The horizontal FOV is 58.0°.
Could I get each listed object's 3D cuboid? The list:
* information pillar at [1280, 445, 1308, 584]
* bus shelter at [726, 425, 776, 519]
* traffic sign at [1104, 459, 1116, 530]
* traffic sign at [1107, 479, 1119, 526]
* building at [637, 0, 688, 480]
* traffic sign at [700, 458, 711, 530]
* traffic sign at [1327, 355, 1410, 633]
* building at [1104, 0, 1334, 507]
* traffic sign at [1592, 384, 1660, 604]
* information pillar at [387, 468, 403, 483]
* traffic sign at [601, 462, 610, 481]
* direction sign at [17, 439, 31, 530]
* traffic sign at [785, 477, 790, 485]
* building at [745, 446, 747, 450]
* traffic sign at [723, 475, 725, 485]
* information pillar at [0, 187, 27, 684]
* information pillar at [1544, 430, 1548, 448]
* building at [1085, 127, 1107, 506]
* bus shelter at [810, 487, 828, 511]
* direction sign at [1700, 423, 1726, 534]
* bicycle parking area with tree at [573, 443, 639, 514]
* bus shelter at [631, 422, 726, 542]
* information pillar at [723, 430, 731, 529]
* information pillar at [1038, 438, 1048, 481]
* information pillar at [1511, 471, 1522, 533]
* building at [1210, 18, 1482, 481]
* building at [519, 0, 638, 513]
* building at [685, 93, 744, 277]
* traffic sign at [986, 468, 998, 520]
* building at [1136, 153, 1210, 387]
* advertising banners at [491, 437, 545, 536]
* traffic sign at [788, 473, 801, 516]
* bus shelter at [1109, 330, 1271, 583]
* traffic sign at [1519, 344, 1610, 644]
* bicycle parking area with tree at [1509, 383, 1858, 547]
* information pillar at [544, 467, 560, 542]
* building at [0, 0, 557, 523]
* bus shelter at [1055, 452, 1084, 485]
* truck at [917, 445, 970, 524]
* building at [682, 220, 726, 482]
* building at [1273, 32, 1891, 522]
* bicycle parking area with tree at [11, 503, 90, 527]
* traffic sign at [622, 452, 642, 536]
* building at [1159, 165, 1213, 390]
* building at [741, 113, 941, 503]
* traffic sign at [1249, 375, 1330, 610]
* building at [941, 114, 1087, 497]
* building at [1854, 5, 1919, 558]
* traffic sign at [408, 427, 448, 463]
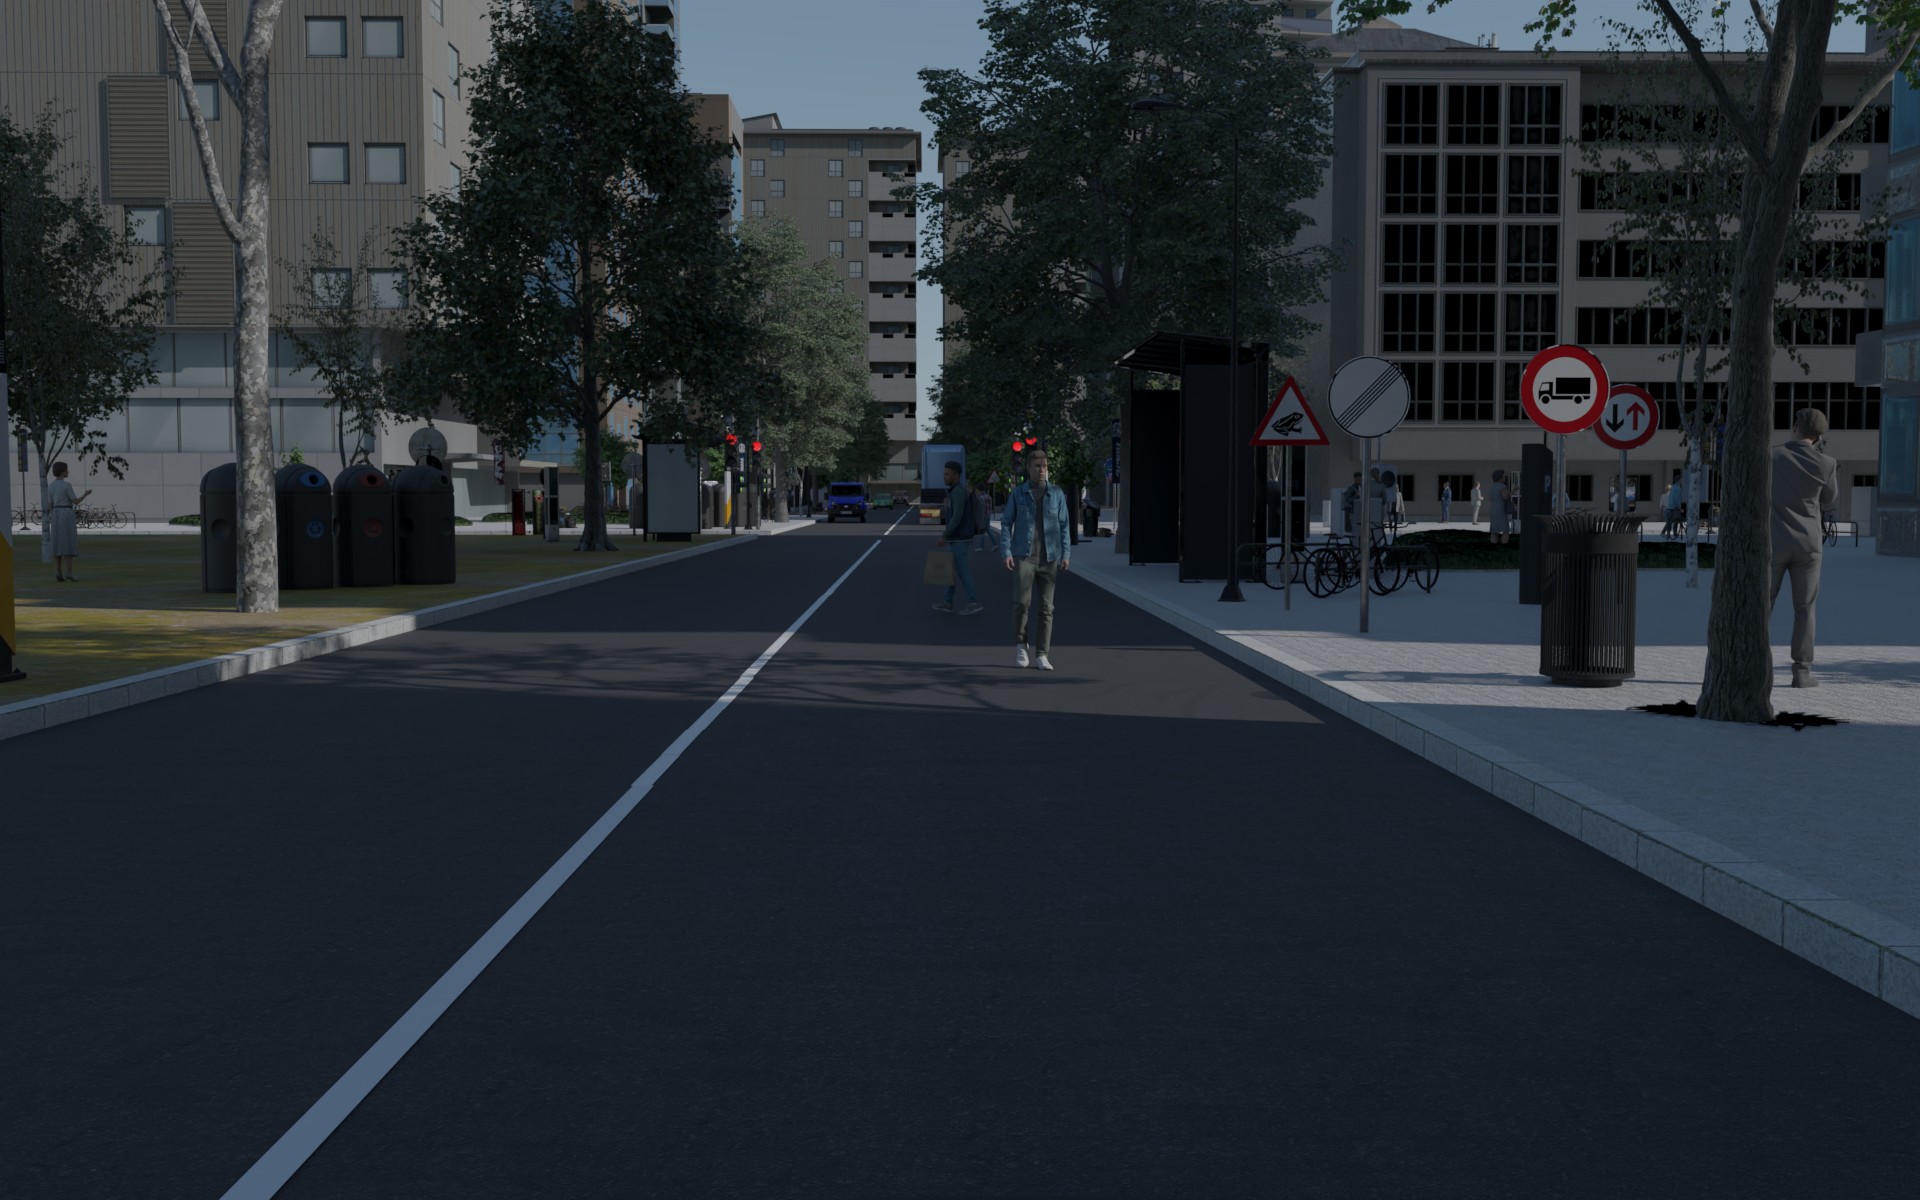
[{"bbox_3d":[4.794,-1.246,24.868,0.304,2.012,0.304,0,4,-6],"label":"information pillar"},{"bbox_3d":[-10.806,-6.900,90.453,2.179,5.291,8.768,0,4,-1],"label":"bus shelter"},{"bbox_3d":[5.500,-3.765,61.656,0.768,2.556,0.104,1,4,9],"label":"traffic sign"},{"bbox_3d":[6.374,-4.266,69.760,0.884,2.594,0.081,0,4,0],"label":"traffic sign"},{"bbox_3d":[-35.223,-51.232,150.317,22.319,86.520,31.000,0,4,-1],"label":"building"},{"bbox_3d":[-9.262,-3.771,61.759,0.768,2.556,0.104,0,4,6],"label":"traffic sign"},{"bbox_3d":[3.751,-0.972,15.996,0.768,2.556,0.104,0,4,-1],"label":"traffic sign"},{"bbox_3d":[25.088,-38.447,170.609,21.231,58.520,28.212,0,4,-1],"label":"building"},{"bbox_3d":[7.695,-1.224,20.120,0.768,2.556,0.104,0,4,7],"label":"traffic sign"},{"bbox_3d":[-16.084,-2.745,49.378,0.304,2.012,0.304,1,4,18],"label":"information pillar"},{"bbox_3d":[-11.298,-3.202,54.480,0.606,2.300,0.079,0,4,6],"label":"traffic sign"},{"bbox_3d":[-33.037,-4.227,61.103,0.876,3.537,0.379,3,5,43],"label":"direction sign"},{"bbox_3d":[-12.704,-7.717,126.284,0.768,2.556,0.104,0,4,7],"label":"traffic sign"},{"bbox_3d":[-42.794,-34.108,249.554,23.993,40.220,32.217,0,4,-1],"label":"building"},{"bbox_3d":[-12.536,-5.612,93.893,0.606,2.300,0.079,0,4,1],"label":"traffic sign"},{"bbox_3d":[-6.587,-1.244,11.694,0.183,3.616,0.504,0,4,0],"label":"information pillar"},{"bbox_3d":[18.755,-3.924,55.505,0.183,3.616,0.504,2,4,25],"label":"information pillar"},{"bbox_3d":[20.816,-31.105,192.164,14.154,41.232,14.086,0,4,-1],"label":"building"},{"bbox_3d":[-10.570,-8.347,130.396,2.014,3.302,5.546,0,4,-1],"label":"bus shelter"},{"bbox_3d":[24.087,-3.880,55.439,0.379,3.537,0.876,-3,5,-40],"label":"direction sign"},{"bbox_3d":[-17.830,-6.865,99.241,9.016,4.147,8.231,1,4,22],"label":"bicycle parking area with tree"},{"bbox_3d":[-7.811,-3.368,48.998,2.014,3.302,5.546,0,4,-1],"label":"bus shelter"},{"bbox_3d":[-8.554,-4.426,63.718,0.183,3.616,0.504,1,4,9],"label":"information pillar"},{"bbox_3d":[2.980,-4.339,62.297,0.183,3.616,0.504,-2,4,-33],"label":"information pillar"},{"bbox_3d":[17.910,-3.126,55.599,0.304,2.012,0.304,-2,4,-34],"label":"information pillar"},{"bbox_3d":[22.650,-19.363,102.485,13.634,28.700,20.117,0,4,-1],"label":"building"},{"bbox_3d":[-30.435,-28.790,120.828,14.600,45.320,14.200,0,4,-1],"label":"building"},{"bbox_3d":[-31.593,-33.062,190.668,14.200,45.320,14.600,0,4,-1],"label":"building"},{"bbox_3d":[1.726,-5.333,87.198,0.884,2.594,0.081,0,4,-1],"label":"traffic sign"},{"bbox_3d":[22.107,-23.155,150.280,14.160,30.474,14.107,0,4,-1],"label":"building"},{"bbox_3d":[-13.660,-3.515,53.658,0.090,3.025,2.074,3,5,40],"label":"advertising banners"},{"bbox_3d":[-9.887,-6.317,103.382,0.768,2.556,0.104,0,4,7],"label":"traffic sign"},{"bbox_3d":[3.606,-2.247,28.017,1.731,3.624,6.357,0,4,-1],"label":"bus shelter"},{"bbox_3d":[5.137,-0.900,14.813,0.768,2.556,0.104,0,4,0],"label":"traffic sign"},{"bbox_3d":[18.229,-3.531,44.730,8.231,4.147,9.016,1,4,14],"label":"bicycle parking area with tree"},{"bbox_3d":[-10.959,-2.570,46.510,0.304,2.012,0.304,-2,4,-33],"label":"information pillar"},{"bbox_3d":[-36.951,-30.467,87.367,28.713,52.752,27.495,0,4,-1],"label":"building"},{"bbox_3d":[5.862,-6.624,99.585,1.731,3.624,6.357,0,4,-1],"label":"bus shelter"},{"bbox_3d":[-0.819,-6.072,89.044,2.967,4.110,18.799,0,4,-1],"label":"truck"},{"bbox_3d":[-31.461,-24.643,174.621,14.160,30.474,14.107,0,4,-1],"label":"building"},{"bbox_3d":[31.389,-16.151,83.139,30.058,24.678,14.314,0,4,-1],"label":"building"},{"bbox_3d":[-39.720,-5.031,69.253,9.016,4.147,8.231,1,4,17],"label":"bicycle parking area with tree"},{"bbox_3d":[-9.922,-3.216,52.685,0.768,2.556,0.104,0,4,6],"label":"traffic sign"},{"bbox_3d":[21.623,-20.050,125.080,12.463,27.353,25.104,0,4,-1],"label":"building"},{"bbox_3d":[-17.019,-40.285,247.894,27.495,52.752,28.713,0,4,-1],"label":"building"},{"bbox_3d":[3.613,-1.165,19.054,0.884,2.594,0.081,0,4,1],"label":"traffic sign"},{"bbox_3d":[10.616,-40.349,248.947,27.495,52.752,28.713,0,4,-1],"label":"building"},{"bbox_3d":[28.937,-24.624,22.205,23.786,49.044,30.456,0,4,-1],"label":"building"},{"bbox_3d":[-10.148,-2.014,33.036,0.768,2.556,0.104,0,4,4],"label":"traffic sign"}]
